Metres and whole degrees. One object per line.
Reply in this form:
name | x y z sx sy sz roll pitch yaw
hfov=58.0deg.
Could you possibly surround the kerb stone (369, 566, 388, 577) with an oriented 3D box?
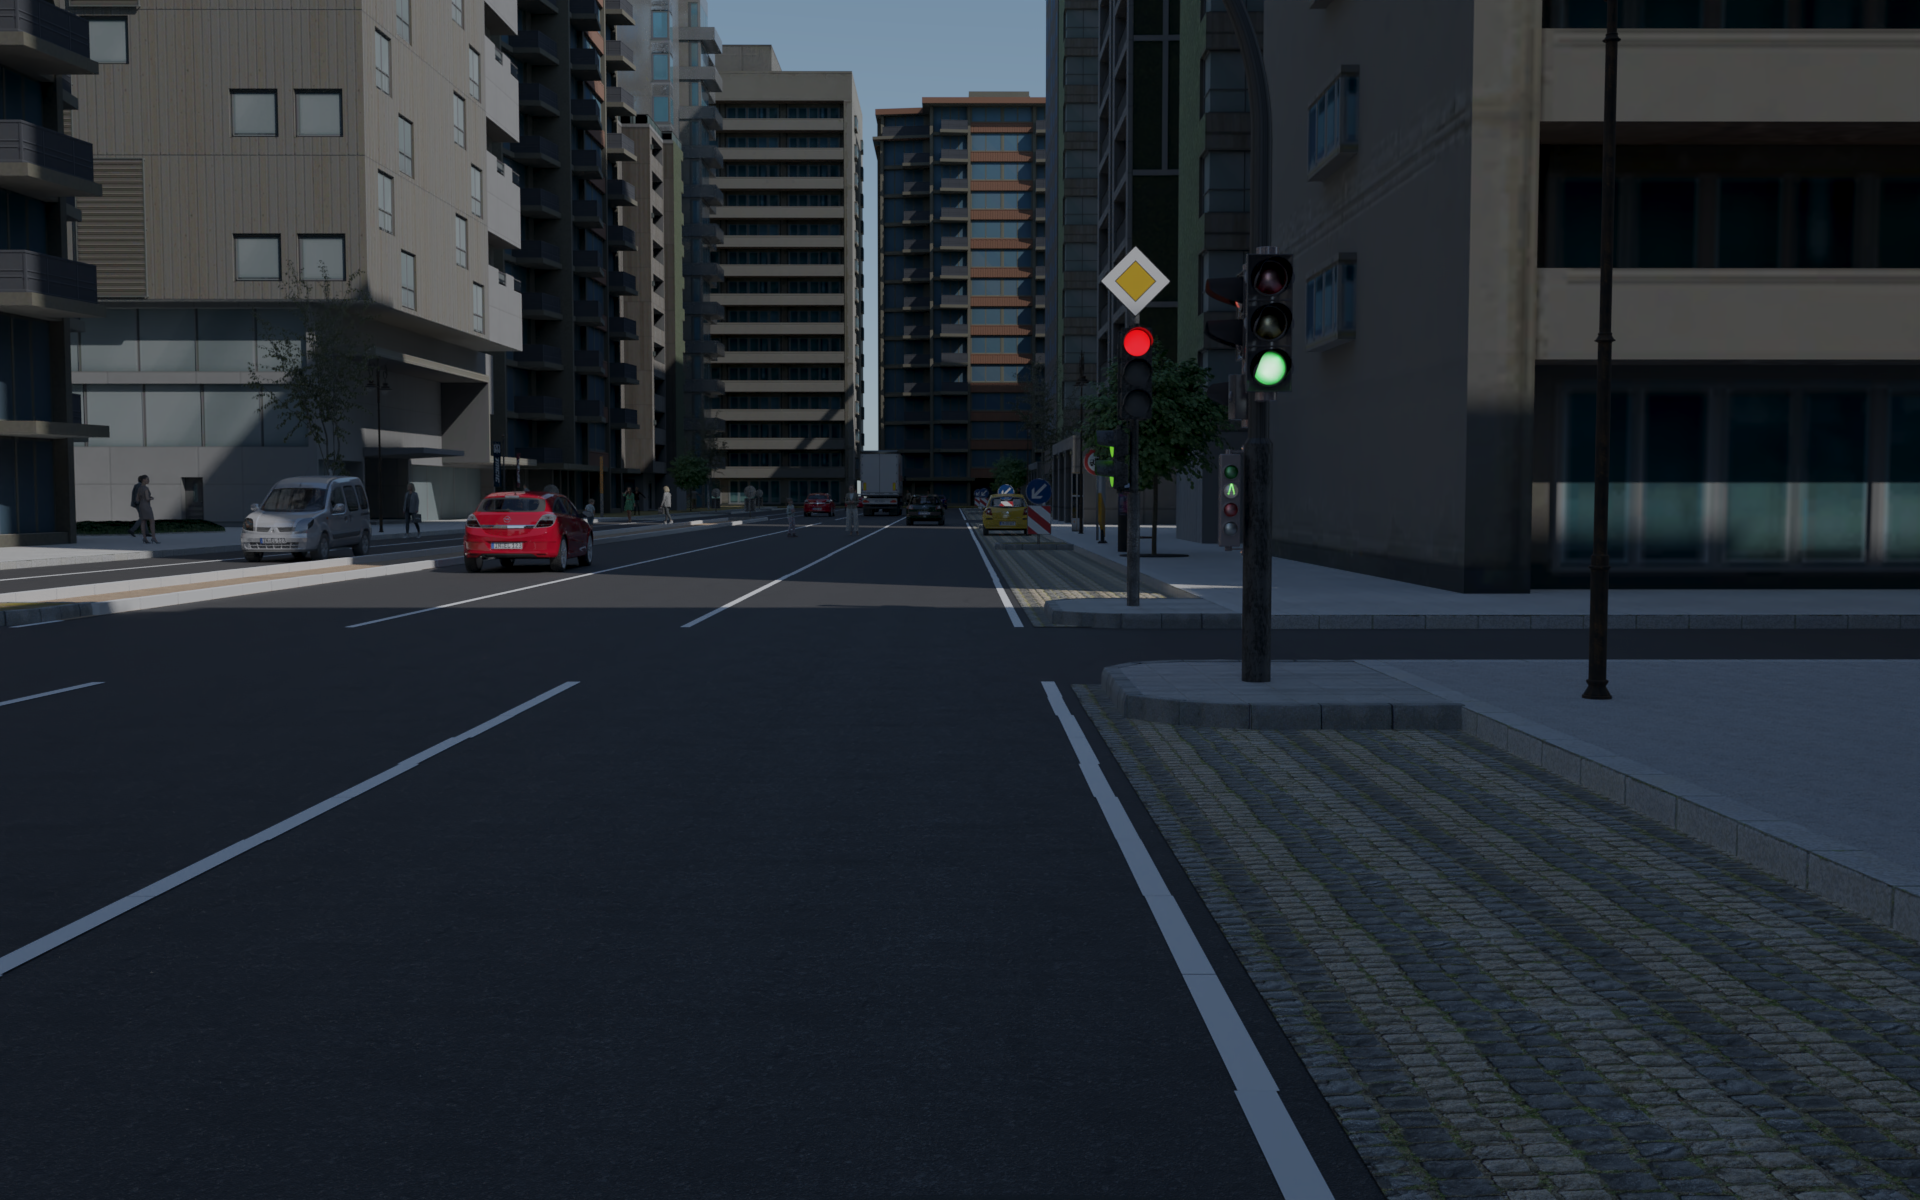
kerb stone | -10.217 -0.480 30.132 0.120 0.150 1.000 0 4 0

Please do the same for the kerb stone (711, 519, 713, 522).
kerb stone | -12.575 -3.932 86.511 0.120 0.150 1.000 0 4 0

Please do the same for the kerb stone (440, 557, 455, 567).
kerb stone | -10.237 -0.733 34.237 0.120 0.150 1.000 0 4 0

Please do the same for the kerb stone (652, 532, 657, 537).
kerb stone | -10.349 -2.179 57.820 0.120 0.150 1.000 0 4 0

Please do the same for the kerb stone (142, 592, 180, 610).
kerb stone | -10.179 0.020 21.903 0.120 0.150 1.000 0 4 0

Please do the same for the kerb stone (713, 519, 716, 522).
kerb stone | -12.568 -3.988 87.534 0.120 0.150 1.000 0 4 0

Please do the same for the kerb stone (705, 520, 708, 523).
kerb stone | -12.551 -3.808 84.459 0.120 0.150 1.000 0 4 0

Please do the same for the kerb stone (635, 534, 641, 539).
kerb stone | -10.327 -1.991 54.740 0.120 0.150 1.000 0 4 0

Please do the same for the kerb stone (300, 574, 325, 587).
kerb stone | -10.204 -0.297 27.052 0.120 0.150 1.000 0 4 0

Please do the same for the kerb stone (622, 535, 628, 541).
kerb stone | -10.320 -1.865 52.692 0.120 0.150 1.000 0 4 0

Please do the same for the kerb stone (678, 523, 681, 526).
kerb stone | -12.514 -3.304 76.265 0.120 0.150 1.000 0 4 0

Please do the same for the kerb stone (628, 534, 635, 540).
kerb stone | -10.315 -1.924 53.718 0.120 0.150 1.000 0 4 0

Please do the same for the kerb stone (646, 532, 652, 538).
kerb stone | -10.332 -2.116 56.786 0.120 0.150 1.000 0 4 0

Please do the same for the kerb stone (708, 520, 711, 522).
kerb stone | -12.561 -3.871 85.482 0.120 0.150 1.000 0 4 0

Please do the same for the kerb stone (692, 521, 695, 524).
kerb stone | -12.536 -3.558 80.363 0.120 0.150 1.000 0 4 0

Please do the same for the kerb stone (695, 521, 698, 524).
kerb stone | -12.548 -3.614 81.386 0.120 0.150 1.000 0 4 0

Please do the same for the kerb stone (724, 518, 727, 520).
kerb stone | -12.590 -4.247 91.640 0.120 0.150 1.000 0 4 0

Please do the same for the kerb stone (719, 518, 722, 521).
kerb stone | -12.582 -4.118 89.584 0.120 0.150 1.000 0 4 0

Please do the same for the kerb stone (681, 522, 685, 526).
kerb stone | -12.531 -3.370 77.289 0.120 0.150 1.000 0 4 0

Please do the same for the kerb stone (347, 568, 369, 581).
kerb stone | -10.213 -0.415 29.110 0.120 0.150 1.000 0 4 0

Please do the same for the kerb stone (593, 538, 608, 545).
kerb stone | -10.306 -1.678 49.624 0.120 0.150 1.000 0 4 0

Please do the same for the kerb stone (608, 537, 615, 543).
kerb stone | -10.307 -1.740 50.646 0.120 0.150 1.000 0 4 0

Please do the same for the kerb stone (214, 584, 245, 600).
kerb stone | -10.192 -0.108 23.966 0.120 0.150 1.000 0 4 0

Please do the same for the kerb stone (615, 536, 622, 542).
kerb stone | -10.311 -1.795 51.670 0.120 0.150 1.000 0 4 0

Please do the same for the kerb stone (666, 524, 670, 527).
kerb stone | -12.508 -3.119 73.193 0.120 0.150 1.000 0 4 0

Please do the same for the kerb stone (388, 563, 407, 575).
kerb stone | -10.214 -0.548 31.163 0.120 0.150 1.000 0 4 0

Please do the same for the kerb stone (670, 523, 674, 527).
kerb stone | -12.507 -3.181 74.215 0.120 0.150 1.000 0 4 0

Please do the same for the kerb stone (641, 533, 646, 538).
kerb stone | -10.331 -2.053 55.762 0.120 0.150 1.000 0 4 0

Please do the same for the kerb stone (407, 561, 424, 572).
kerb stone | -10.219 -0.610 32.185 0.120 0.150 1.000 0 4 0

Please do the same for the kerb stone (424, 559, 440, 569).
kerb stone | -10.240 -0.671 33.214 0.120 0.150 1.000 0 4 0

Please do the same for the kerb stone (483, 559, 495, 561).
kerb stone | -10.247 -0.921 37.313 0.120 0.150 1.000 0 4 0

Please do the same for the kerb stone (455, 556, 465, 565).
kerb stone | -10.242 -0.796 35.264 0.120 0.150 1.000 0 4 0

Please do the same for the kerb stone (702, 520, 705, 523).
kerb stone | -12.555 -3.746 83.437 0.120 0.150 1.000 0 4 0

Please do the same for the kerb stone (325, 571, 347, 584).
kerb stone | -10.211 -0.355 28.088 0.120 0.150 1.000 0 4 0

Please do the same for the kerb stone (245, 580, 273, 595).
kerb stone | -10.200 -0.171 24.988 0.120 0.150 1.000 0 4 0

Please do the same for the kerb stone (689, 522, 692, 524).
kerb stone | -12.535 -3.495 79.341 0.120 0.150 1.000 0 4 0

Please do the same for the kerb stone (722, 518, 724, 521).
kerb stone | -12.585 -4.182 90.617 0.120 0.150 1.000 0 4 0

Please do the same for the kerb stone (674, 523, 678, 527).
kerb stone | -12.513 -3.243 75.237 0.120 0.150 1.000 0 4 0

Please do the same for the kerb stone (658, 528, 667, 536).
kerb stone | -10.348 -2.301 59.873 0.120 0.150 1.000 0 4 0

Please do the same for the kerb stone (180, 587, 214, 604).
kerb stone | -10.182 -0.045 22.935 0.120 0.150 1.000 0 4 0

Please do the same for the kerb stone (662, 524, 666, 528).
kerb stone | -12.507 -3.056 72.169 0.120 0.150 1.000 0 4 0

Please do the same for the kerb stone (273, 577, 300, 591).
kerb stone | -10.198 -0.234 26.024 0.120 0.150 1.000 0 4 0

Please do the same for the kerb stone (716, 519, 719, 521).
kerb stone | -12.567 -4.059 88.556 0.120 0.150 1.000 0 4 0

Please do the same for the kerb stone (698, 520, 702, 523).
kerb stone | -12.546 -3.683 82.414 0.120 0.150 1.000 0 4 0

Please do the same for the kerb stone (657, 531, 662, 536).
kerb stone | -10.339 -2.241 58.848 0.120 0.150 1.000 0 4 0

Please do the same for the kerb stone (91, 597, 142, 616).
kerb stone | -10.187 0.080 20.880 0.120 0.150 1.000 0 4 0

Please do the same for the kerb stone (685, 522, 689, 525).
kerb stone | -12.526 -3.432 78.314 0.120 0.150 1.000 0 4 0
